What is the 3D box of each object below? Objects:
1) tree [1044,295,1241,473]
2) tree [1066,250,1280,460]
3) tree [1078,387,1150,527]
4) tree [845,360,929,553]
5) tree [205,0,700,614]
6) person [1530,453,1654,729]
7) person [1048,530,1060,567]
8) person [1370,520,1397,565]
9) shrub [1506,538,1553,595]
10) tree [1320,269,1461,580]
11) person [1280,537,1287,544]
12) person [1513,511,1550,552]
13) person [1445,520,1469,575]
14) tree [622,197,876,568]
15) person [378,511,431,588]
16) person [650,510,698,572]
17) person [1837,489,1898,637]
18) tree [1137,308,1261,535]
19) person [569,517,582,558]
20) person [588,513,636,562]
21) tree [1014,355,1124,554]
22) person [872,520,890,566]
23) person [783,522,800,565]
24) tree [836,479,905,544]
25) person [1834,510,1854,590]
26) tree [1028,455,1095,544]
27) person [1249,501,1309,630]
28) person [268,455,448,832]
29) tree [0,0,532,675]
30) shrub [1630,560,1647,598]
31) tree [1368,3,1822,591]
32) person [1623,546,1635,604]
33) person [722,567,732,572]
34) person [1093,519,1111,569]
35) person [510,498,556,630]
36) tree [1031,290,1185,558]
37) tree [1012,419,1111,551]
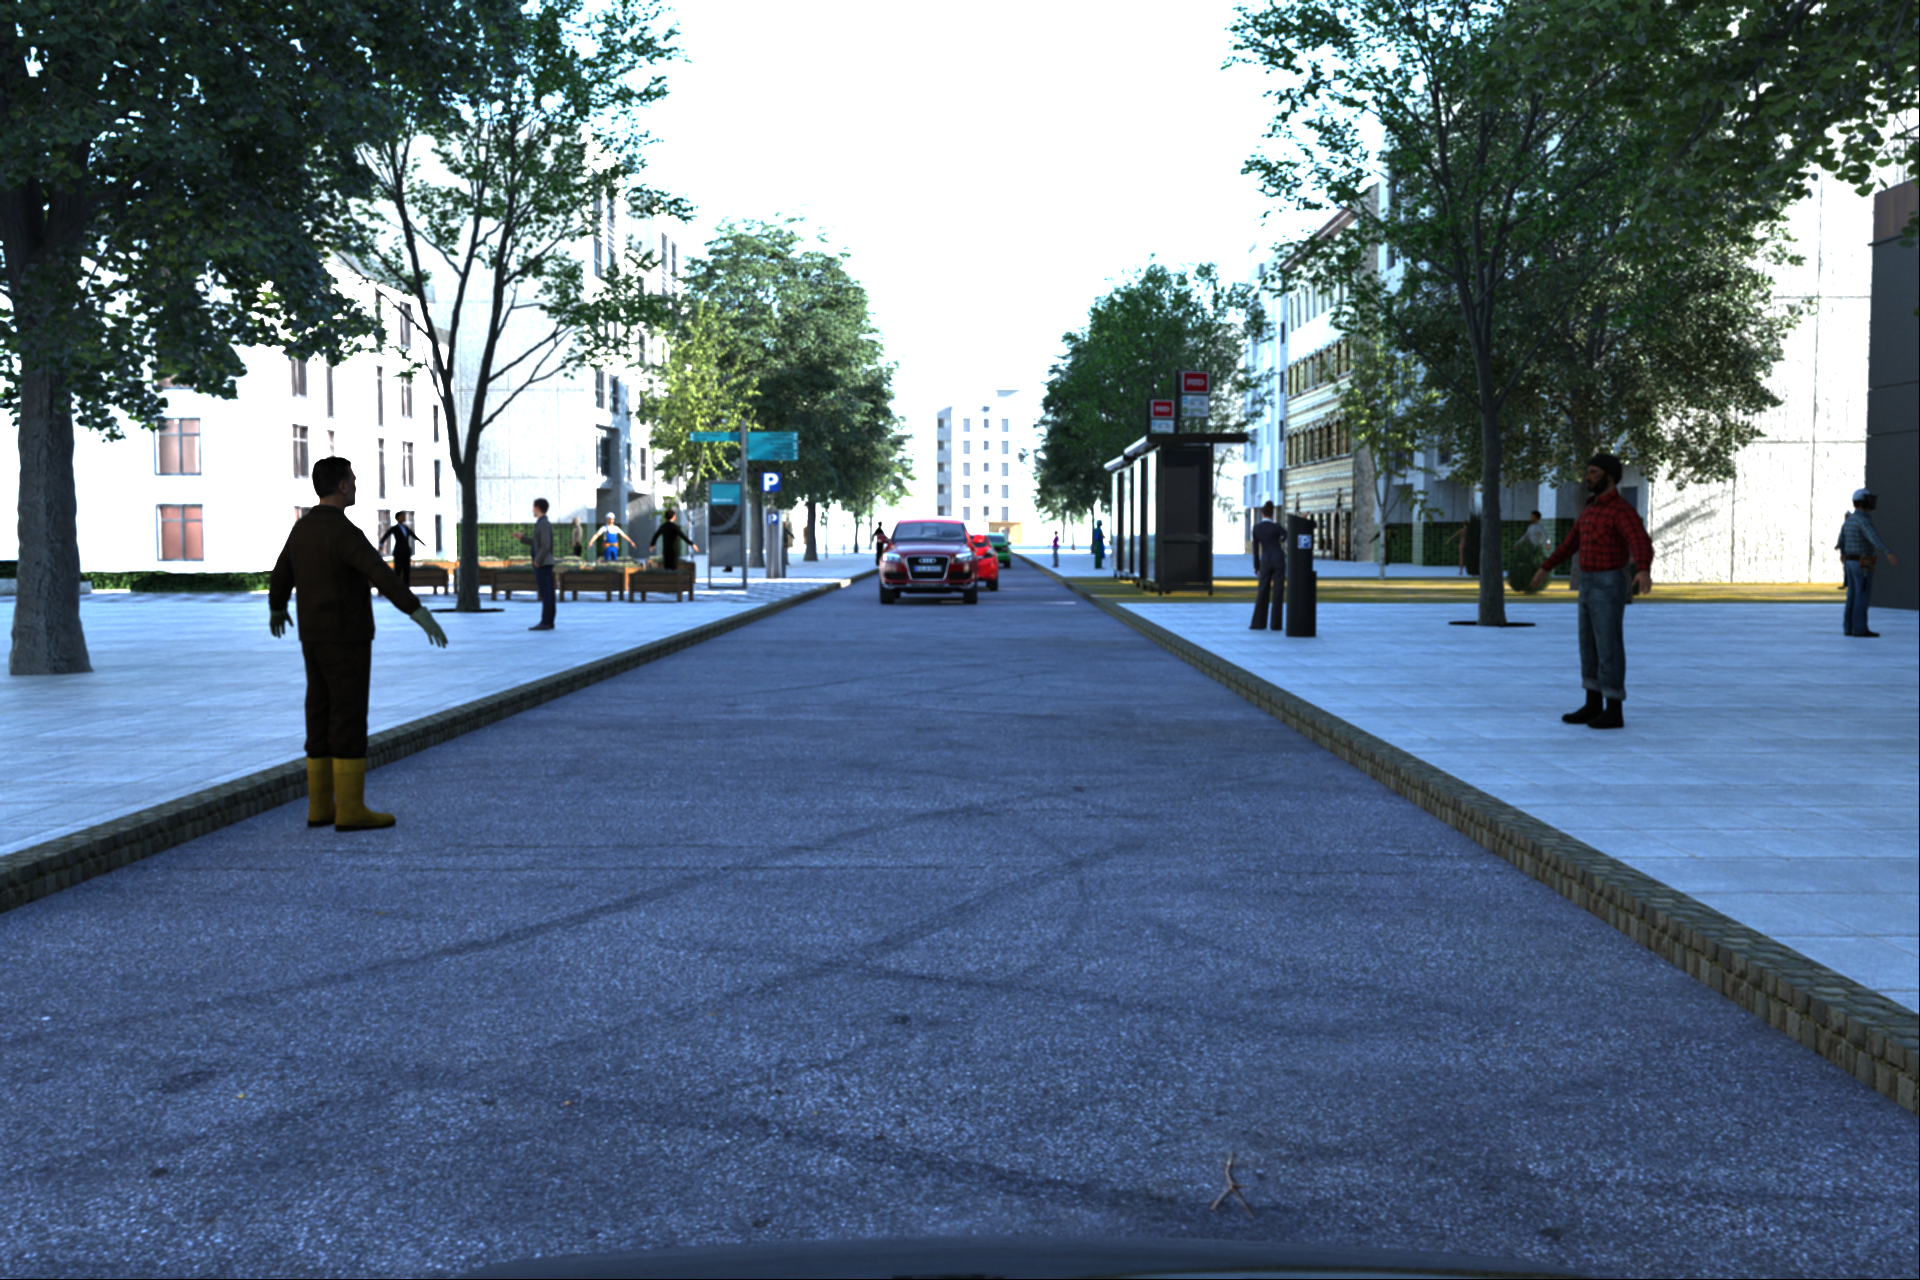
[{"bbox_3d":[7.489,-8.937,71.878,9.928,11.665,9.643,0,3,0],"label":"tree"},{"bbox_3d":[7.672,-8.357,62.386,9.928,11.665,9.643,0,3,0],"label":"tree"},{"bbox_3d":[7.689,-7.947,80.290,4.360,8.622,3.978,0,3,0],"label":"tree"},{"bbox_3d":[-6.926,-12.668,117.497,12.009,13.543,11.850,0,3,0],"label":"tree"},{"bbox_3d":[-8.095,-6.255,28.032,9.928,11.665,9.643,0,3,0],"label":"tree"},{"bbox_3d":[4.252,-0.333,11.550,0.704,1.816,1.345,-1,4,-11],"label":"person"},{"bbox_3d":[3.625,-3.508,66.624,0.599,1.433,0.991,-1,4,-22],"label":"person"},{"bbox_3d":[17.423,-3.997,71.113,1.354,1.858,0.705,-2,4,-25],"label":"person"},{"bbox_3d":[12.064,-1.563,36.680,1.383,1.207,1.383,0,3,0],"label":"shrub"},{"bbox_3d":[11.868,-5.979,48.124,4.737,8.622,4.395,0,3,0],"label":"tree"},{"bbox_3d":[9.072,-2.489,47.154,0.721,1.772,1.216,-2,4,-32],"label":"person"},{"bbox_3d":[12.951,-2.013,39.092,0.705,1.806,1.347,-1,4,-16],"label":"person"},{"bbox_3d":[15.854,-2.914,54.446,1.217,1.733,0.721,0,4,-3],"label":"person"},{"bbox_3d":[-7.882,-9.733,65.783,9.857,13.997,8.962,0,3,0],"label":"tree"},{"bbox_3d":[-10.941,-1.674,34.083,0.721,1.740,1.216,3,4,36],"label":"person"},{"bbox_3d":[-6.267,-1.923,37.621,1.347,1.806,0.705,2,4,33],"label":"person"},{"bbox_3d":[11.305,-0.970,21.694,0.704,1.849,1.345,0,4,2],"label":"person"},{"bbox_3d":[7.867,-6.493,56.521,4.360,8.622,3.978,0,3,0],"label":"tree"},{"bbox_3d":[-11.801,-2.883,53.264,0.705,1.813,1.348,-1,4,-21],"label":"person"},{"bbox_3d":[-9.376,-2.486,46.505,1.347,1.847,0.705,-2,4,-34],"label":"person"},{"bbox_3d":[8.582,-12.311,111.662,12.009,13.543,11.850,0,3,0],"label":"tree"},{"bbox_3d":[-3.217,-3.929,70.170,0.705,1.837,1.347,-3,4,-37],"label":"person"},{"bbox_3d":[-7.311,-4.021,72.020,1.348,1.796,0.705,-2,4,-33],"label":"person"},{"bbox_3d":[-11.848,-19.327,226.370,12.009,13.543,11.850,0,3,0],"label":"tree"},{"bbox_3d":[20.473,-2.077,39.929,0.705,1.833,1.349,1,4,12],"label":"person"},{"bbox_3d":[13.642,-19.502,225.505,9.857,13.997,8.962,0,3,0],"label":"tree"},{"bbox_3d":[4.274,-1.000,23.200,0.742,1.727,0.445,0,4,-2],"label":"person"},{"bbox_3d":[-3.016,0.008,8.458,1.346,1.812,0.704,3,4,36],"label":"person"},{"bbox_3d":[-8.561,-6.669,15.695,9.857,13.997,8.962,0,3,0],"label":"tree"},{"bbox_3d":[13.156,-1.419,34.320,1.383,1.207,1.383,0,3,0],"label":"shrub"},{"bbox_3d":[14.157,-8.105,39.164,9.857,13.997,8.962,0,3,0],"label":"tree"},{"bbox_3d":[12.093,-1.536,31.710,0.434,1.755,0.990,0,4,-3],"label":"person"},{"bbox_3d":[-7.869,-3.228,58.564,0.705,1.856,1.354,-1,4,-22],"label":"person"},{"bbox_3d":[5.094,-3.480,63.026,0.704,1.817,1.347,-1,4,-21],"label":"person"},{"bbox_3d":[-5.758,-1.020,23.244,0.750,1.759,0.617,0,4,6],"label":"person"},{"bbox_3d":[8.446,-11.356,92.326,9.857,13.997,8.962,0,3,0],"label":"tree"},{"bbox_3d":[8.353,-11.967,130.067,8.767,10.594,7.601,-3,5,-43],"label":"tree"}]
